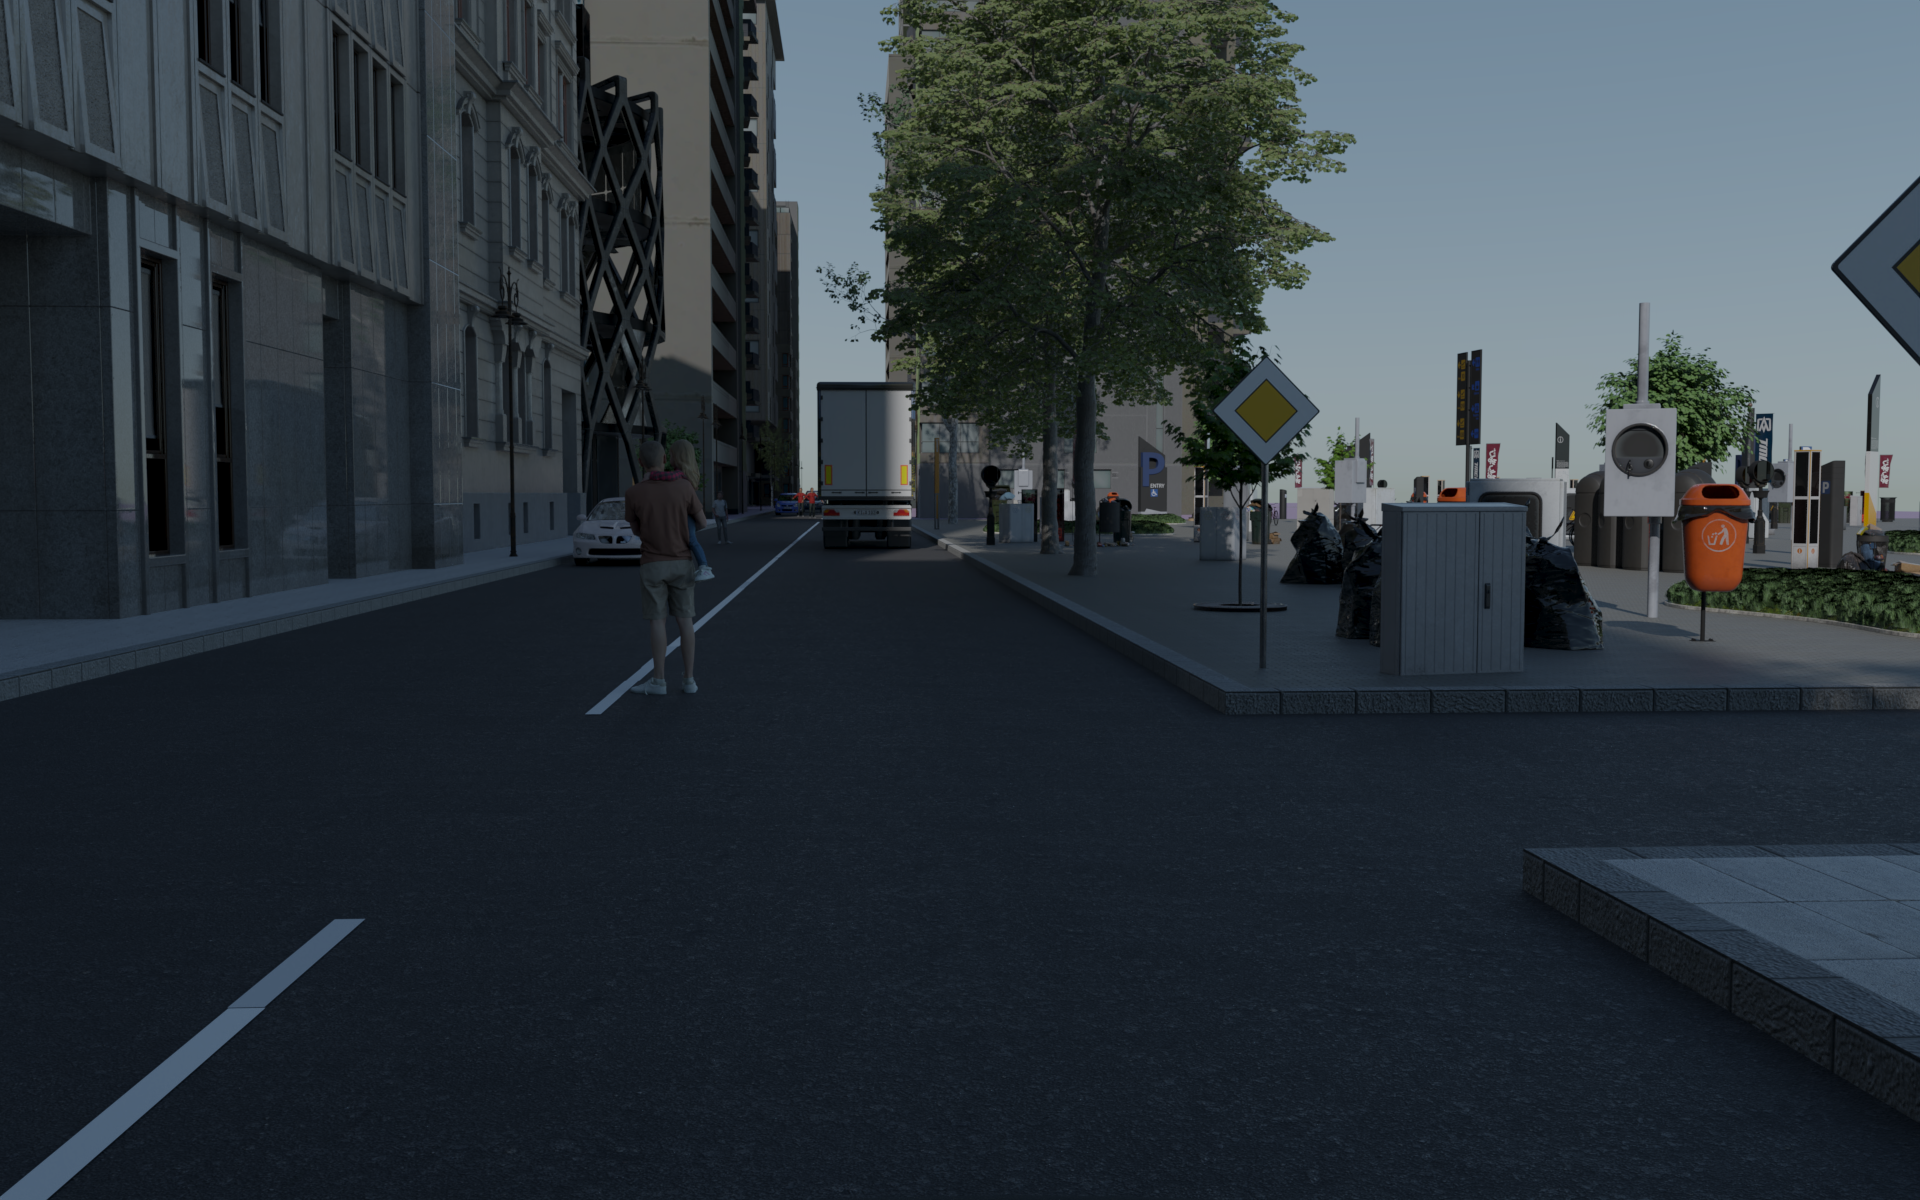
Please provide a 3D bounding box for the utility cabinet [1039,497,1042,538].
[{"bbox_3d":[2.650,-2.405,50.486,0.306,1.237,1.020,2,4,27],"label":"utility cabinet"}]

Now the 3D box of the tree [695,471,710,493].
[{"bbox_3d":[-13.227,-5.585,85.913,1.663,3.219,1.824,0,3,0],"label":"tree"}]

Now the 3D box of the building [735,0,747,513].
[{"bbox_3d":[-21.784,-26.409,115.378,14.154,41.232,14.086,0,4,-4],"label":"building"}]

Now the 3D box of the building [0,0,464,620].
[{"bbox_3d":[-14.484,-12.400,20.765,12.078,24.808,19.932,0,4,-4],"label":"building"}]

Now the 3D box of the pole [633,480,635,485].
[{"bbox_3d":[-15.749,-5.508,83.892,0.158,3.312,0.155,0,3,0],"label":"pole"}]

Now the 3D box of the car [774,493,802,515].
[{"bbox_3d":[-11.661,-6.629,117.970,1.945,1.707,3.694,0,4,-2],"label":"car"}]

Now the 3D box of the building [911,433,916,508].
[{"bbox_3d":[5.439,-51.039,147.154,22.319,86.520,31.000,0,4,-4],"label":"building"}]

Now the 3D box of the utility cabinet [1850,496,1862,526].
[{"bbox_3d":[36.734,-3.659,70.992,0.306,1.237,1.020,3,4,36],"label":"utility cabinet"}]

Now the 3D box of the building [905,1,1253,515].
[{"bbox_3d":[7.474,-28.379,118.619,22.147,44.769,28.867,0,4,-4],"label":"building"}]

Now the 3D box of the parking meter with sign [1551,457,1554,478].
[{"bbox_3d":[27.005,-5.218,81.574,1.738,3.016,0.543,1,4,17],"label":"parking meter with sign"}]

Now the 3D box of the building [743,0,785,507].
[{"bbox_3d":[-33.237,-36.312,182.934,28.713,52.752,27.495,0,4,-4],"label":"building"}]

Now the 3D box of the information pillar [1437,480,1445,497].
[{"bbox_3d":[24.905,-5.212,89.701,0.304,2.012,0.304,-3,5,-44],"label":"information pillar"}]

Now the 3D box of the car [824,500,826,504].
[{"bbox_3d":[-15.031,-10.466,183.127,2.014,1.417,4.499,0,4,-4],"label":"car"}]

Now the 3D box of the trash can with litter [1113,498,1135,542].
[{"bbox_3d":[4.289,-2.115,45.975,0.624,1.170,1.055,1,4,15],"label":"trash can with litter"}]

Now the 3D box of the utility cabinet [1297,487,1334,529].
[{"bbox_3d":[11.385,-2.865,55.522,1.173,1.500,0.318,3,5,42],"label":"utility cabinet"}]

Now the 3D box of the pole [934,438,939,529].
[{"bbox_3d":[-0.842,-4.213,62.728,0.158,3.312,0.155,0,3,0],"label":"pole"}]

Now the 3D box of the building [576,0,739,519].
[{"bbox_3d":[-23.933,-28.941,96.889,21.300,48.544,21.600,0,4,-4],"label":"building"}]

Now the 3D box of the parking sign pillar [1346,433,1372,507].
[{"bbox_3d":[17.536,-5.392,76.632,1.447,3.967,1.447,2,4,33],"label":"parking sign pillar"}]

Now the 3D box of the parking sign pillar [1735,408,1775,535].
[{"bbox_3d":[25.041,-4.056,54.782,1.447,3.967,1.447,1,4,15],"label":"parking sign pillar"}]

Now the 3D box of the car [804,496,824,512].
[{"bbox_3d":[-11.701,-7.672,137.437,2.014,1.417,4.499,0,4,-6],"label":"car"}]

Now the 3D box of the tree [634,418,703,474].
[{"bbox_3d":[-12.598,-5.578,74.913,4.285,4.588,4.351,0,3,0],"label":"tree"}]

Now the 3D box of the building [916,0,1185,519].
[{"bbox_3d":[4.487,-25.270,96.752,14.154,41.232,14.086,0,4,-4],"label":"building"}]

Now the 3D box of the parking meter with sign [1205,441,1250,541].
[{"bbox_3d":[7.554,-3.118,47.238,1.738,3.016,0.543,1,4,15],"label":"parking meter with sign"}]

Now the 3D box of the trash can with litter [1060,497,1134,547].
[{"bbox_3d":[3.276,-1.927,42.561,2.233,1.210,1.678,0,4,-4],"label":"trash can with litter"}]

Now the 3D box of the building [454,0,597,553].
[{"bbox_3d":[-17.290,-15.591,42.296,14.401,28.519,23.554,0,4,-4],"label":"building"}]

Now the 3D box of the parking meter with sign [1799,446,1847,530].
[{"bbox_3d":[31.140,-4.047,62.426,0.543,3.016,1.738,-2,4,-24],"label":"parking meter with sign"}]

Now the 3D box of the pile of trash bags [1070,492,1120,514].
[{"bbox_3d":[6.108,-4.525,83.738,3.447,1.369,1.912,-1,4,-21],"label":"pile of trash bags"}]

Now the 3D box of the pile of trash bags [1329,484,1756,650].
[{"bbox_3d":[5.056,-0.323,15.038,3.447,1.369,1.912,0,4,8],"label":"pile of trash bags"}]

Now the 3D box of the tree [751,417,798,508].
[{"bbox_3d":[-17.519,-13.039,163.557,4.737,8.622,4.395,0,3,0],"label":"tree"}]

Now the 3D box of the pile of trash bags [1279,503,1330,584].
[{"bbox_3d":[6.004,-0.875,24.058,1.912,1.369,3.447,-2,4,-24],"label":"pile of trash bags"}]

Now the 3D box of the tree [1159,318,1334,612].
[{"bbox_3d":[2.989,-1.501,19.145,1.663,3.219,1.824,0,3,0],"label":"tree"}]

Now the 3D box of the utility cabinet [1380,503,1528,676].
[{"bbox_3d":[3.551,-0.079,12.458,1.020,1.237,0.306,-1,4,-16],"label":"utility cabinet"}]

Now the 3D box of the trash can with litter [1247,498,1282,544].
[{"bbox_3d":[7.781,-2.017,44.357,0.624,1.170,1.055,3,5,39],"label":"trash can with litter"}]

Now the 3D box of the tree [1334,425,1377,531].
[{"bbox_3d":[10.682,-3.321,48.894,1.663,3.219,1.824,0,3,0],"label":"tree"}]

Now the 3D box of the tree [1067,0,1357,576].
[{"bbox_3d":[2.385,-6.667,27.126,7.486,12.596,7.792,0,3,0],"label":"tree"}]

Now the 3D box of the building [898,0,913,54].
[{"bbox_3d":[-0.038,-48.788,235.941,20.563,71.187,20.611,0,4,-4],"label":"building"}]

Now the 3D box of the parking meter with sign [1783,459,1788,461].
[{"bbox_3d":[41.516,-5.457,85.478,0.543,3.016,1.738,-2,4,-26],"label":"parking meter with sign"}]

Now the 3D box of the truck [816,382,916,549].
[{"bbox_3d":[-2.576,-3.664,48.816,2.839,4.237,11.283,0,4,-2],"label":"truck"}]

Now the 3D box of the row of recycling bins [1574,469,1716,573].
[{"bbox_3d":[11.660,-1.377,29.632,1.069,1.692,3.534,-1,4,-10],"label":"row of recycling bins"}]

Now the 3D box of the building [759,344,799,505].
[{"bbox_3d":[-34.263,-22.538,213.532,27.650,21.520,28.899,0,4,-4],"label":"building"}]

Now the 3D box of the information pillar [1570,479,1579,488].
[{"bbox_3d":[30.588,-5.005,86.322,0.304,2.012,0.304,-1,4,-15],"label":"information pillar"}]

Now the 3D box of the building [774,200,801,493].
[{"bbox_3d":[-29.018,-33.712,234.790,14.154,41.232,14.086,0,4,-4],"label":"building"}]

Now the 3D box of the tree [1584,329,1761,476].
[{"bbox_3d":[14.042,-3.106,34.502,4.285,4.588,4.351,0,3,0],"label":"tree"}]

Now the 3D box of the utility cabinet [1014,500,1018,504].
[{"bbox_3d":[2.970,-4.547,83.018,0.318,1.500,1.173,2,4,28],"label":"utility cabinet"}]

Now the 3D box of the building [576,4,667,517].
[{"bbox_3d":[-19.354,-11.939,62.650,16.820,18.784,16.811,0,4,-4],"label":"building"}]

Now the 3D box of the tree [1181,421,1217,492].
[{"bbox_3d":[9.660,-4.823,62.574,4.285,4.588,4.351,0,3,0],"label":"tree"}]

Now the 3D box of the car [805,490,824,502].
[{"bbox_3d":[-14.636,-10.067,173.272,2.281,1.827,5.304,0,4,-5],"label":"car"}]

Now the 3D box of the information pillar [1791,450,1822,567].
[{"bbox_3d":[14.096,-1.490,28.853,0.304,2.012,0.304,-2,4,-31],"label":"information pillar"}]

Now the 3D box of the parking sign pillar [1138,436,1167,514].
[{"bbox_3d":[8.989,-5.648,80.813,1.447,3.967,1.447,-1,4,-14],"label":"parking sign pillar"}]

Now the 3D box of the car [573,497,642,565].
[{"bbox_3d":[-6.917,-1.472,36.421,2.083,1.381,4.827,0,4,-3],"label":"car"}]

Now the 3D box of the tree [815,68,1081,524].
[{"bbox_3d":[0.130,-13.453,75.846,12.611,20.169,13.585,0,3,0],"label":"tree"}]

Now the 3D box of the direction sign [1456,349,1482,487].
[{"bbox_3d":[8.079,-2.175,27.560,0.379,3.537,0.876,0,4,-8],"label":"direction sign"}]

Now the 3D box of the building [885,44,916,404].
[{"bbox_3d":[2.878,-34.311,184.684,21.300,48.544,21.600,0,4,-4],"label":"building"}]

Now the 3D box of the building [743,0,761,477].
[{"bbox_3d":[-27.396,-29.528,137.414,22.147,44.769,28.867,0,4,-4],"label":"building"}]
